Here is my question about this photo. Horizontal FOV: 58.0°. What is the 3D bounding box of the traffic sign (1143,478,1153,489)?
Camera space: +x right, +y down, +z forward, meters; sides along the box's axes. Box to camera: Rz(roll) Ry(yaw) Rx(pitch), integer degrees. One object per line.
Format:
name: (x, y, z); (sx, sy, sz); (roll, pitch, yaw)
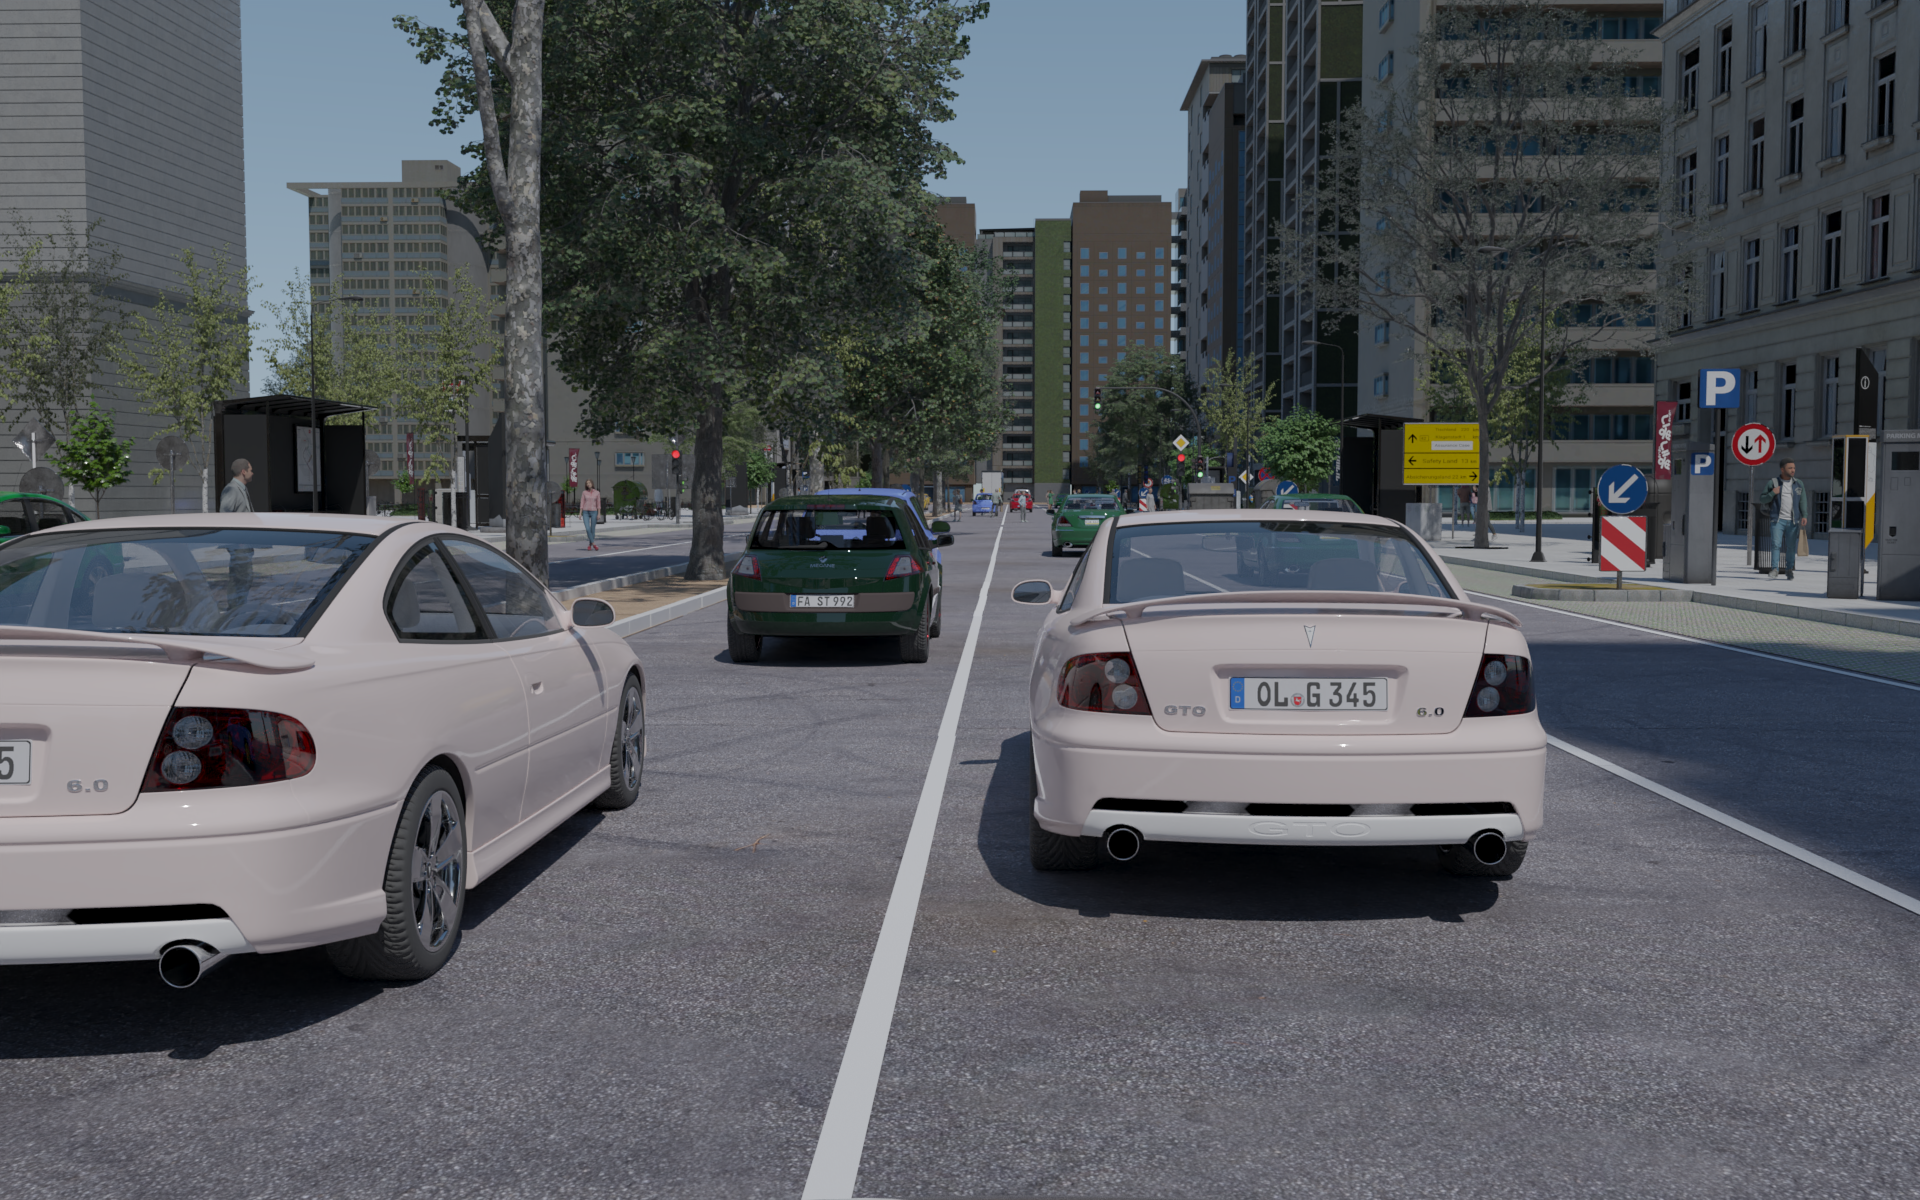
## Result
traffic sign: (14.989, -8.440, 138.102); (0.768, 2.556, 0.104); (0, 4, 7)

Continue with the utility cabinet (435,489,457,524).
utility cabinet: (-21.562, -3.944, 73.169); (1.173, 1.500, 0.318); (1, 4, 11)

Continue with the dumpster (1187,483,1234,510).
dumpster: (9.863, -3.674, 68.290); (1.865, 1.857, 1.264); (0, 4, 3)

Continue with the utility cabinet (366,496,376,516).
utility cabinet: (-16.585, -2.283, 48.488); (0.306, 1.237, 1.020); (-1, 4, -8)

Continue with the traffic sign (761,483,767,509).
traffic sign: (-14.224, -7.600, 124.269); (0.884, 2.594, 0.081); (0, 4, 4)

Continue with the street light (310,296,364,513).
street light: (-14.652, -4.168, 40.693); (1.470, 5.913, 1.316); (0, 4, 2)

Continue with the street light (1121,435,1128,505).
street light: (13.485, -9.994, 135.940); (1.470, 5.913, 1.316); (0, 4, 2)

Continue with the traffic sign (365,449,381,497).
traffic sign: (-16.920, -3.019, 49.462); (0.768, 2.556, 0.104); (0, 4, 4)

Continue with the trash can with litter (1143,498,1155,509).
trash can with litter: (15.144, -7.833, 139.453); (1.055, 1.170, 0.624); (0, 4, -7)

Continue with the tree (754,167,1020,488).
tree: (-2.786, -8.472, 57.981); (9.611, 12.733, 9.660); (0, 3, 0)

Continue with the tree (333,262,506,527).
tree: (-16.172, -6.355, 54.268); (4.737, 8.622, 4.395); (0, 3, 0)

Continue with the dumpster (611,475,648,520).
dumpster: (-16.661, -5.182, 87.222); (1.502, 2.255, 1.985); (0, 4, 2)

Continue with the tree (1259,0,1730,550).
tree: (12.209, -7.931, 40.040); (12.009, 13.543, 11.850); (0, 3, 0)

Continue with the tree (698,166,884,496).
tree: (-3.589, -5.130, 36.700); (4.737, 8.622, 4.395); (0, 3, 0)

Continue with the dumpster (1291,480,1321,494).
dumpster: (13.860, -4.173, 70.718); (1.502, 2.255, 1.985); (0, 4, 1)

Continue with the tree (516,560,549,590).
tree: (-5.390, -9.710, 17.099); (12.611, 20.169, 13.585); (0, 3, 0)

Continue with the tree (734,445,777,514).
tree: (-13.594, -7.841, 111.906); (4.285, 4.588, 4.351); (0, 3, 0)

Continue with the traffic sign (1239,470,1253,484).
traffic sign: (15.415, -5.718, 93.228); (0.795, 2.593, 0.064); (1, 4, 11)

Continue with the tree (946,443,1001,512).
tree: (-0.850, -12.428, 140.060); (8.767, 10.594, 7.601); (0, 4, 2)

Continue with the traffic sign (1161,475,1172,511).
traffic sign: (13.922, -7.114, 116.412); (0.768, 2.556, 0.104); (1, 4, 9)

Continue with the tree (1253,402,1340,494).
tree: (12.163, -4.778, 61.839); (4.285, 4.588, 4.351); (0, 3, 0)

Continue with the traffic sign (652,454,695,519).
traffic sign: (-14.633, -5.787, 88.492); (2.265, 3.308, 0.079); (0, 4, 4)

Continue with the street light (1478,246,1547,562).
street light: (10.405, -3.675, 32.630); (1.470, 5.913, 1.316); (0, 4, 2)

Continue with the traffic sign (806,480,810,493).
traffic sign: (-13.716, -9.632, 157.582); (0.768, 2.556, 0.104); (1, 4, 10)

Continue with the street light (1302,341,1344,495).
street light: (11.047, -4.897, 52.601); (1.470, 5.913, 1.316); (0, 4, 2)

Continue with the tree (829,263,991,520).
tree: (-2.838, -8.542, 67.870); (9.928, 11.665, 9.643); (0, 3, 0)

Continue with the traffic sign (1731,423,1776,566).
traffic sign: (14.179, -1.892, 31.043); (0.768, 2.556, 0.104); (0, 4, 3)

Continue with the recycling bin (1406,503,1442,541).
recycling bin: (12.855, -2.169, 48.009); (0.722, 1.027, 0.722); (-2, 4, -23)

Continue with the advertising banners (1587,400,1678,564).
advertising banners: (12.535, -2.204, 32.229); (2.074, 3.025, 0.090); (-1, 4, -23)

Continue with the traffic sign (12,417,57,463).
traffic sign: (-15.854, -1.832, 29.689); (0.795, 2.593, 0.064); (0, 4, 5)

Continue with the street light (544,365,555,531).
street light: (-14.022, -5.401, 60.846); (1.470, 5.913, 1.316); (0, 4, 2)

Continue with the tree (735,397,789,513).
tree: (-13.866, -10.330, 119.261); (4.360, 8.622, 3.978); (0, 3, 0)

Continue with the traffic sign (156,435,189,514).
traffic sign: (-17.132, -2.298, 37.675); (0.768, 2.556, 0.104); (0, 4, 8)

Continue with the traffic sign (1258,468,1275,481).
traffic sign: (14.273, -4.926, 80.640); (0.768, 2.556, 0.104); (1, 4, 9)

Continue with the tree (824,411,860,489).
tree: (-11.818, -12.229, 150.301); (4.360, 8.622, 3.978); (0, 3, 0)

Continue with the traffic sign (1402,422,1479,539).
traffic sign: (13.691, -3.381, 49.154); (2.265, 3.308, 0.079); (0, 4, 2)

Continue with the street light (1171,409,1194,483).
street light: (12.232, -7.487, 94.952); (1.470, 5.913, 1.316); (0, 4, 2)

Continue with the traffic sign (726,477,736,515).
traffic sign: (-13.756, -6.231, 104.013); (0.606, 2.300, 0.079); (0, 4, 2)

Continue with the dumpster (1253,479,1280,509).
dumpster: (11.964, -3.701, 66.275); (1.264, 1.857, 1.865); (0, 4, 2)

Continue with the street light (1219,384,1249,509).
street light: (11.602, -6.151, 73.115); (1.470, 5.913, 1.316); (0, 4, 2)

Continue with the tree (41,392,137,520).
tree: (-16.509, -2.339, 32.838); (1.663, 3.219, 1.824); (0, 3, 0)

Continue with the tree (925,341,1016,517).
tree: (-1.528, -11.841, 106.428); (12.009, 13.543, 11.850); (0, 3, 0)

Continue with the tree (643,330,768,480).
tree: (-13.993, -10.880, 96.016); (7.486, 12.596, 7.792); (0, 3, 0)

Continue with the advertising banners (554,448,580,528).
advertising banners: (-15.148, -4.234, 65.408); (0.090, 3.025, 2.074); (3, 4, 37)

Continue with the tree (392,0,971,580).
tree: (-4.248, -7.306, 28.572); (9.857, 13.997, 8.962); (0, 3, 0)

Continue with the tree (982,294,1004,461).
tree: (-2.318, -10.778, 85.328); (9.857, 13.997, 8.962); (0, 3, 0)

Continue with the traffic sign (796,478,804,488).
traffic sign: (-13.153, -8.727, 142.695); (0.884, 2.594, 0.081); (0, 4, 5)

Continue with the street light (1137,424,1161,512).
street light: (12.783, -8.734, 115.349); (1.470, 5.913, 1.316); (0, 4, 2)

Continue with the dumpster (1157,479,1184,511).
dumpster: (13.336, -6.556, 109.688); (1.502, 2.255, 1.985); (0, 4, 2)

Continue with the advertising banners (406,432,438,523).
advertising banners: (-15.091, -3.201, 48.532); (0.090, 3.025, 2.074); (-3, 4, -38)
